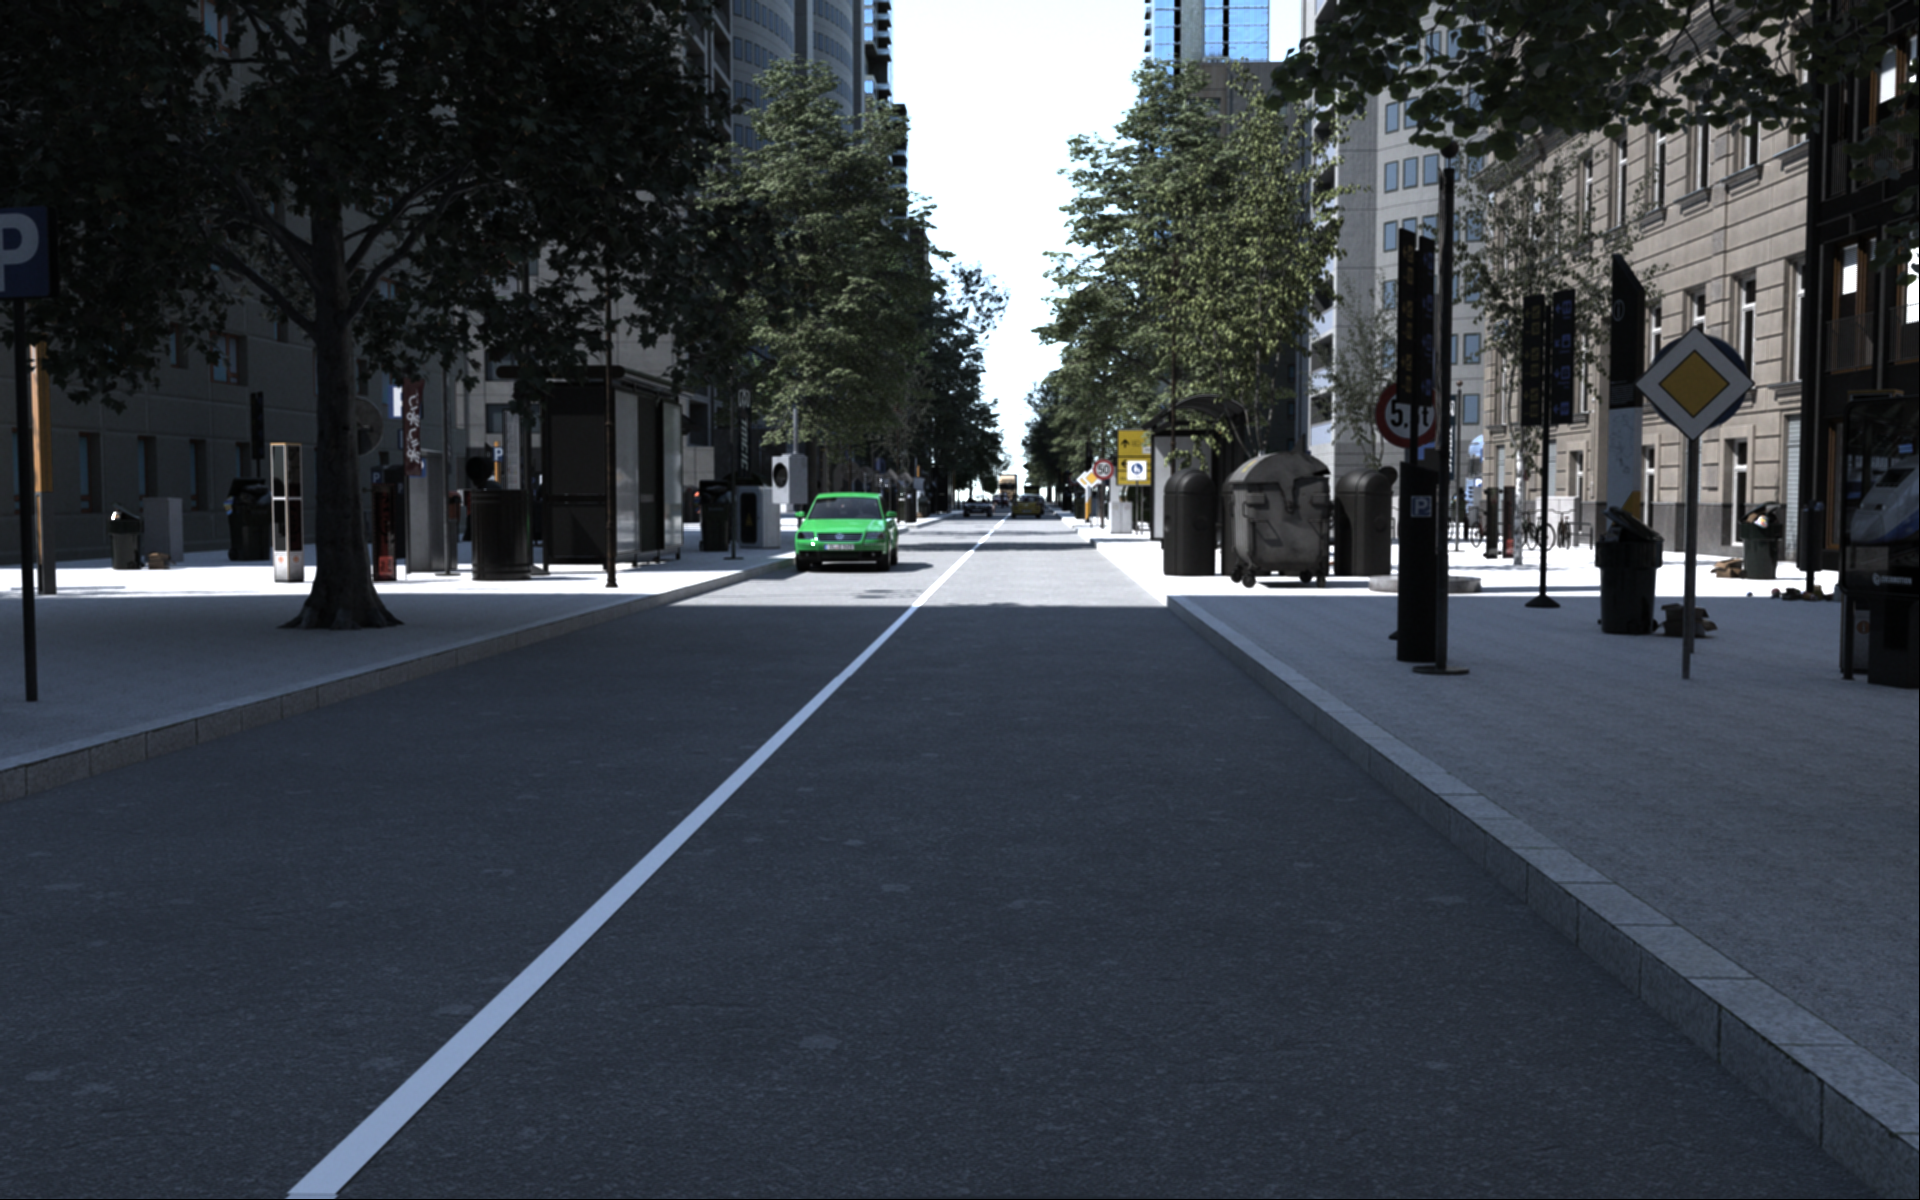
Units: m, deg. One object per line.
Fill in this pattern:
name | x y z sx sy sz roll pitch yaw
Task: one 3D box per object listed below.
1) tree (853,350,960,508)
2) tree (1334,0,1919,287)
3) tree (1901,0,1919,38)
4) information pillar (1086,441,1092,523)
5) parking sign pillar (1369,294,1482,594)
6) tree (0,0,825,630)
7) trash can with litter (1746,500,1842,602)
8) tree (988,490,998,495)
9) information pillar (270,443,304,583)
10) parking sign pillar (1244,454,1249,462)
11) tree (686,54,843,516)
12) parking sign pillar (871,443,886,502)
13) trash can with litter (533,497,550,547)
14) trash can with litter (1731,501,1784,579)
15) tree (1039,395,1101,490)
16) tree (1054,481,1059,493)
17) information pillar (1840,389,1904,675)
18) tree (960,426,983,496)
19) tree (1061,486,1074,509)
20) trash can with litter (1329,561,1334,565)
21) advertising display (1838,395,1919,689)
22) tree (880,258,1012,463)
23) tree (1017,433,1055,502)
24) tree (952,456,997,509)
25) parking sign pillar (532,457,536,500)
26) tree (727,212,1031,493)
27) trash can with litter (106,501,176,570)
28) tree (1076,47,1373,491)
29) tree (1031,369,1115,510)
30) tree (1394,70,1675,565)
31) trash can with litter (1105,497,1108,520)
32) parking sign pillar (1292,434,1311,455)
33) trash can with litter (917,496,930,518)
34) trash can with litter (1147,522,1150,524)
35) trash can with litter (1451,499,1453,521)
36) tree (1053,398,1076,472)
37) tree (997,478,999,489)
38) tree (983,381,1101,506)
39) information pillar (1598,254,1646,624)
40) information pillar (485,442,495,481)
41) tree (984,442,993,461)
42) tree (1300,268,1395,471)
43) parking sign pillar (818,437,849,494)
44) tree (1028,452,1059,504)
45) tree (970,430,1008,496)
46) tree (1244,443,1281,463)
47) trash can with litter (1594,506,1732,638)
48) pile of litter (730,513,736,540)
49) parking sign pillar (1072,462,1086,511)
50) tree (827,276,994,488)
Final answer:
tree | -2.970 -8.226 84.858 4.360 8.622 3.978 0 3 0
tree | 3.709 -5.375 6.014 7.486 12.596 7.792 0 3 0
tree | 10.783 -3.961 15.117 4.360 8.622 3.978 0 3 0
information pillar | 5.745 -5.253 77.235 0.183 3.616 0.504 2 4 32
parking sign pillar | 6.149 -2.099 22.795 1.447 3.967 1.447 1 4 12
tree | -6.108 -6.081 16.429 9.611 12.733 9.660 0 3 0
trash can with litter | 10.653 -0.632 21.392 1.678 1.210 2.233 2 4 29
tree | 5.265 -17.178 275.459 1.663 3.219 1.824 0 3 0
information pillar | -9.749 -1.261 25.112 0.304 2.012 0.304 2 4 25
parking sign pillar | 19.211 -7.666 113.804 1.447 3.967 1.447 1 4 12
tree | -3.975 -7.815 45.898 7.486 12.596 7.792 0 3 0
parking sign pillar | -4.344 -6.359 92.443 1.447 3.967 1.447 1 4 15
trash can with litter | -10.427 -1.925 42.523 2.233 1.210 1.678 3 4 36
trash can with litter | 11.861 -0.905 26.184 0.624 1.170 1.055 -2 4 -31
tree | 7.534 -9.849 111.397 4.360 8.622 3.978 0 3 0
tree | 12.691 -13.784 219.977 1.663 3.219 1.824 0 3 0
information pillar | 6.506 -0.481 12.364 0.304 2.012 0.304 3 4 39
tree | -0.872 -12.540 155.399 4.360 8.622 3.978 0 3 0
tree | 10.132 -9.625 151.967 1.663 3.219 1.824 0 3 0
trash can with litter | 6.481 -1.236 31.265 2.233 1.210 1.678 -2 4 -27
advertising display | 6.239 -0.385 11.516 0.123 1.923 0.974 -1 4 -12
tree | -2.975 -16.749 129.739 12.611 20.169 13.585 0 3 0
tree | 14.857 -23.639 293.151 9.857 13.997 8.962 0 3 0
tree | -0.111 -9.872 145.118 4.285 4.588 4.351 0 3 0
parking sign pillar | -22.423 -6.136 88.789 1.447 3.967 1.447 1 4 23
tree | -4.520 -8.294 61.360 9.928 11.665 9.643 0 3 0
trash can with litter | -13.946 -1.109 29.517 1.055 1.170 0.624 -1 4 -10
tree | 4.896 -4.807 28.961 4.737 8.622 4.395 0 3 0
tree | 8.756 -13.136 140.521 9.928 11.665 9.643 0 3 0
tree | 10.297 -4.929 30.949 4.360 8.622 3.978 0 3 0
trash can with litter | 7.495 -4.407 83.443 1.055 1.170 0.624 -1 4 -19
parking sign pillar | 15.276 -5.470 77.901 1.447 3.967 1.447 -1 4 -16
trash can with litter | -1.978 -4.913 91.708 0.624 1.170 1.055 1 4 11
trash can with litter | 8.347 -3.803 73.567 0.624 1.170 1.055 -2 4 -32
trash can with litter | 23.486 -4.286 81.465 1.055 1.170 0.624 -3 5 -44
tree | 9.031 -11.060 131.197 4.737 8.622 4.395 0 3 0
tree | 4.349 -16.630 255.605 4.285 4.588 4.351 0 3 0
tree | 10.314 -16.515 180.397 12.009 13.543 11.850 0 3 0
information pillar | 6.428 -1.554 16.762 0.183 3.616 0.504 -1 4 -9
information pillar | -21.136 -5.296 77.943 0.504 3.616 0.183 -3 5 -42
tree | 2.039 -15.546 204.544 4.360 8.622 3.978 0 3 0
tree | 13.130 -6.440 55.651 4.360 8.622 3.978 0 3 0
parking sign pillar | -5.536 -5.430 77.251 1.447 3.967 1.447 3 5 42
tree | 13.268 -18.383 234.978 8.767 10.594 7.601 -1 4 -17
tree | 2.630 -17.875 226.666 7.601 10.594 8.767 -1 4 -15
tree | 19.222 -7.625 108.374 4.285 4.588 4.351 0 3 0
trash can with litter | 6.367 -0.272 15.830 1.055 1.170 0.624 3 5 41
pile of litter | -6.345 -2.123 48.683 1.176 0.858 1.719 0 4 3
parking sign pillar | 8.608 -8.129 121.385 1.447 3.967 1.447 -3 5 -40
tree | -2.838 -11.869 100.720 9.857 13.997 8.962 0 3 0
